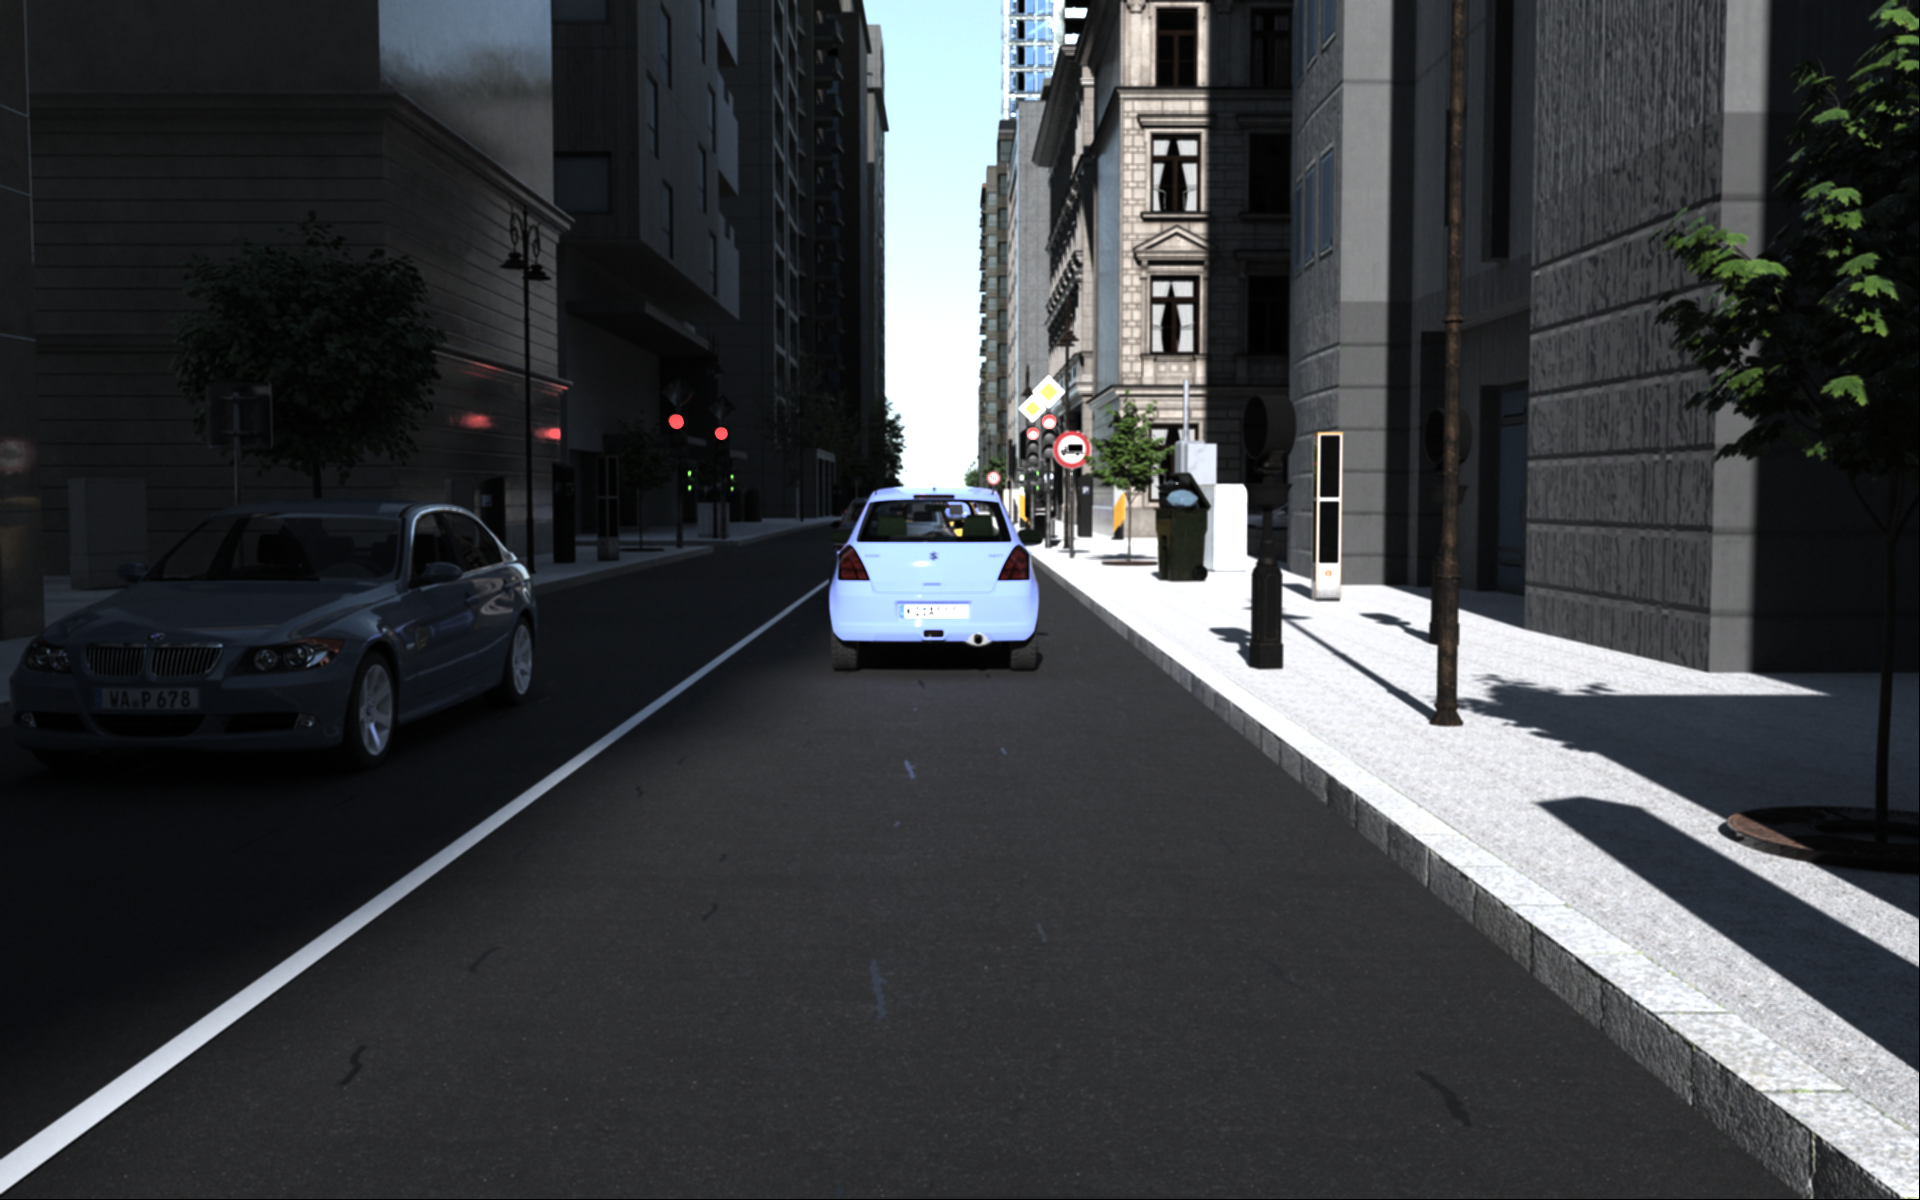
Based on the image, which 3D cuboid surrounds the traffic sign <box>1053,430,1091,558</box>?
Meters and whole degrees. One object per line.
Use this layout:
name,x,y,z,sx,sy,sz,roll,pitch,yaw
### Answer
traffic sign,2.238,-2.111,34.626,0.768,2.556,0.104,1,4,9

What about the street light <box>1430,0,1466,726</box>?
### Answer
street light,2.711,-2.244,9.474,0.468,5.910,1.993,0,4,0

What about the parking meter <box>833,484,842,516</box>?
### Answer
parking meter,-7.159,-5.796,100.472,0.399,1.863,0.255,1,4,16

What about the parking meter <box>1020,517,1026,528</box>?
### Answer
parking meter,2.421,-3.683,65.924,0.255,1.863,0.399,0,4,-3

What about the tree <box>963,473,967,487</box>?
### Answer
tree,1.836,-13.694,207.608,4.285,4.588,4.351,0,3,0

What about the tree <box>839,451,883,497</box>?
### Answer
tree,-7.539,-9.027,131.299,4.285,4.588,4.351,0,3,0

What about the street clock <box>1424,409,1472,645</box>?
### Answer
street clock,4.131,-0.621,14.720,0.358,2.002,0.471,-1,4,-9

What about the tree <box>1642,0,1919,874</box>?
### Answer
tree,3.285,-0.718,6.344,1.663,3.219,1.824,0,3,0

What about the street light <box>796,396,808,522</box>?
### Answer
street light,-7.363,-6.585,80.450,0.468,5.910,1.993,0,4,0

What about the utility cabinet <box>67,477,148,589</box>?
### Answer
utility cabinet,-11.597,-0.912,23.585,0.318,1.500,1.173,1,4,12

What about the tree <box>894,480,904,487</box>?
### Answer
tree,-8.256,-15.457,247.318,1.663,3.219,1.824,0,3,0

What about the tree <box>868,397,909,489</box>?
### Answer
tree,-9.486,-17.303,201.025,7.486,12.596,7.792,0,3,0

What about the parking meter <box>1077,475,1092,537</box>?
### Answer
parking meter,3.727,-2.847,52.254,0.255,1.863,0.399,2,4,28

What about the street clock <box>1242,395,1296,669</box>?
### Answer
street clock,2.259,-0.499,12.723,0.358,2.002,0.471,-1,4,-14

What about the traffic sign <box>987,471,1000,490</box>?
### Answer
traffic sign,1.867,-5.881,96.267,0.768,2.556,0.104,0,4,5

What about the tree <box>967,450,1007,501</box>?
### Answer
tree,3.173,-8.851,128.426,4.285,4.588,4.351,0,3,0

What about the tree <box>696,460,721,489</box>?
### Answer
tree,-12.721,-6.204,85.152,4.285,4.588,4.351,0,3,0

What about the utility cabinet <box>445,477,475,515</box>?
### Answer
utility cabinet,-6.651,-0.876,22.996,0.318,1.500,1.173,-1,4,-20

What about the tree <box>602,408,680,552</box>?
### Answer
tree,-7.160,-2.711,38.930,1.663,3.219,1.824,0,3,0

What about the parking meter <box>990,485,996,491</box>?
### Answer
parking meter,1.890,-5.714,99.138,0.255,1.863,0.399,2,4,26

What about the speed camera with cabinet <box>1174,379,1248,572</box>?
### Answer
speed camera with cabinet,4.236,-2.140,29.326,0.660,3.252,2.038,-1,4,-13

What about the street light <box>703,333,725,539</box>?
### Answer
street light,-7.060,-4.711,49.807,0.468,5.910,1.993,0,4,0

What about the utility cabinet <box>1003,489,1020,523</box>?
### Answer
utility cabinet,2.533,-4.177,76.979,1.173,1.500,0.318,1,4,20

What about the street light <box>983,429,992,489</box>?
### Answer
street light,2.087,-9.200,123.203,0.468,5.910,1.993,0,4,0

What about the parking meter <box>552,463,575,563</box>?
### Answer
parking meter,-7.368,-1.622,32.233,0.399,1.863,0.255,3,4,38

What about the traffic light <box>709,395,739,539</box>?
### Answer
traffic light,-6.681,-3.673,48.967,0.839,4.253,0.868,0,4,0

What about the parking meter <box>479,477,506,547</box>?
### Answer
parking meter,-6.770,-1.020,25.082,0.372,1.533,0.369,0,3,0

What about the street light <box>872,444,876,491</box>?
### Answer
street light,-7.723,-11.224,156.306,0.468,5.910,1.993,0,4,0

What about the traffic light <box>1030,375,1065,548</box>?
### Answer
traffic light,2.076,-3.188,41.049,0.839,4.253,0.868,0,4,0

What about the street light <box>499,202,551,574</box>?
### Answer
street light,-6.933,-3.364,27.787,0.468,5.910,1.993,0,4,0

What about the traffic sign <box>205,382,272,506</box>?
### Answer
traffic sign,-6.608,-0.841,15.888,0.606,2.300,0.079,0,4,2

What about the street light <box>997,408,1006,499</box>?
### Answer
street light,2.214,-7.335,92.709,0.468,5.910,1.993,0,4,0

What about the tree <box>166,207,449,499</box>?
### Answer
tree,-7.492,-2.216,19.938,4.285,4.588,4.351,0,3,0

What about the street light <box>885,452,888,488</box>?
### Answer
street light,-7.965,-13.091,186.817,0.468,5.910,1.993,0,4,0

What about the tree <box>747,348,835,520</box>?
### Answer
tree,-8.339,-8.304,86.139,4.360,8.622,3.978,0,3,0

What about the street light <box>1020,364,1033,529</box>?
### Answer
street light,2.400,-5.435,61.655,0.468,5.910,1.993,0,4,0

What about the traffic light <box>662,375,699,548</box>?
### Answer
traffic light,-6.635,-3.184,40.982,0.839,4.253,0.868,0,4,0

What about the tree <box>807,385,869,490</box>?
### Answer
tree,-8.480,-10.253,118.001,4.737,8.622,4.395,0,3,0

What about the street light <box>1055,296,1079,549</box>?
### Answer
street light,2.508,-4.147,40.593,0.468,5.910,1.993,0,4,0

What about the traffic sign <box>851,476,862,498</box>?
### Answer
traffic sign,-7.235,-7.417,121.379,0.768,2.556,0.104,0,4,5

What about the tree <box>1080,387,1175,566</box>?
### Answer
tree,3.063,-2.262,31.586,1.663,3.219,1.824,0,3,0

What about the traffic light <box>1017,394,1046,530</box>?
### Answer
traffic light,2.030,-3.677,49.034,0.839,4.253,0.868,0,4,0

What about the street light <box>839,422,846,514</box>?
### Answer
street light,-7.458,-8.450,110.945,0.468,5.910,1.993,0,4,0
